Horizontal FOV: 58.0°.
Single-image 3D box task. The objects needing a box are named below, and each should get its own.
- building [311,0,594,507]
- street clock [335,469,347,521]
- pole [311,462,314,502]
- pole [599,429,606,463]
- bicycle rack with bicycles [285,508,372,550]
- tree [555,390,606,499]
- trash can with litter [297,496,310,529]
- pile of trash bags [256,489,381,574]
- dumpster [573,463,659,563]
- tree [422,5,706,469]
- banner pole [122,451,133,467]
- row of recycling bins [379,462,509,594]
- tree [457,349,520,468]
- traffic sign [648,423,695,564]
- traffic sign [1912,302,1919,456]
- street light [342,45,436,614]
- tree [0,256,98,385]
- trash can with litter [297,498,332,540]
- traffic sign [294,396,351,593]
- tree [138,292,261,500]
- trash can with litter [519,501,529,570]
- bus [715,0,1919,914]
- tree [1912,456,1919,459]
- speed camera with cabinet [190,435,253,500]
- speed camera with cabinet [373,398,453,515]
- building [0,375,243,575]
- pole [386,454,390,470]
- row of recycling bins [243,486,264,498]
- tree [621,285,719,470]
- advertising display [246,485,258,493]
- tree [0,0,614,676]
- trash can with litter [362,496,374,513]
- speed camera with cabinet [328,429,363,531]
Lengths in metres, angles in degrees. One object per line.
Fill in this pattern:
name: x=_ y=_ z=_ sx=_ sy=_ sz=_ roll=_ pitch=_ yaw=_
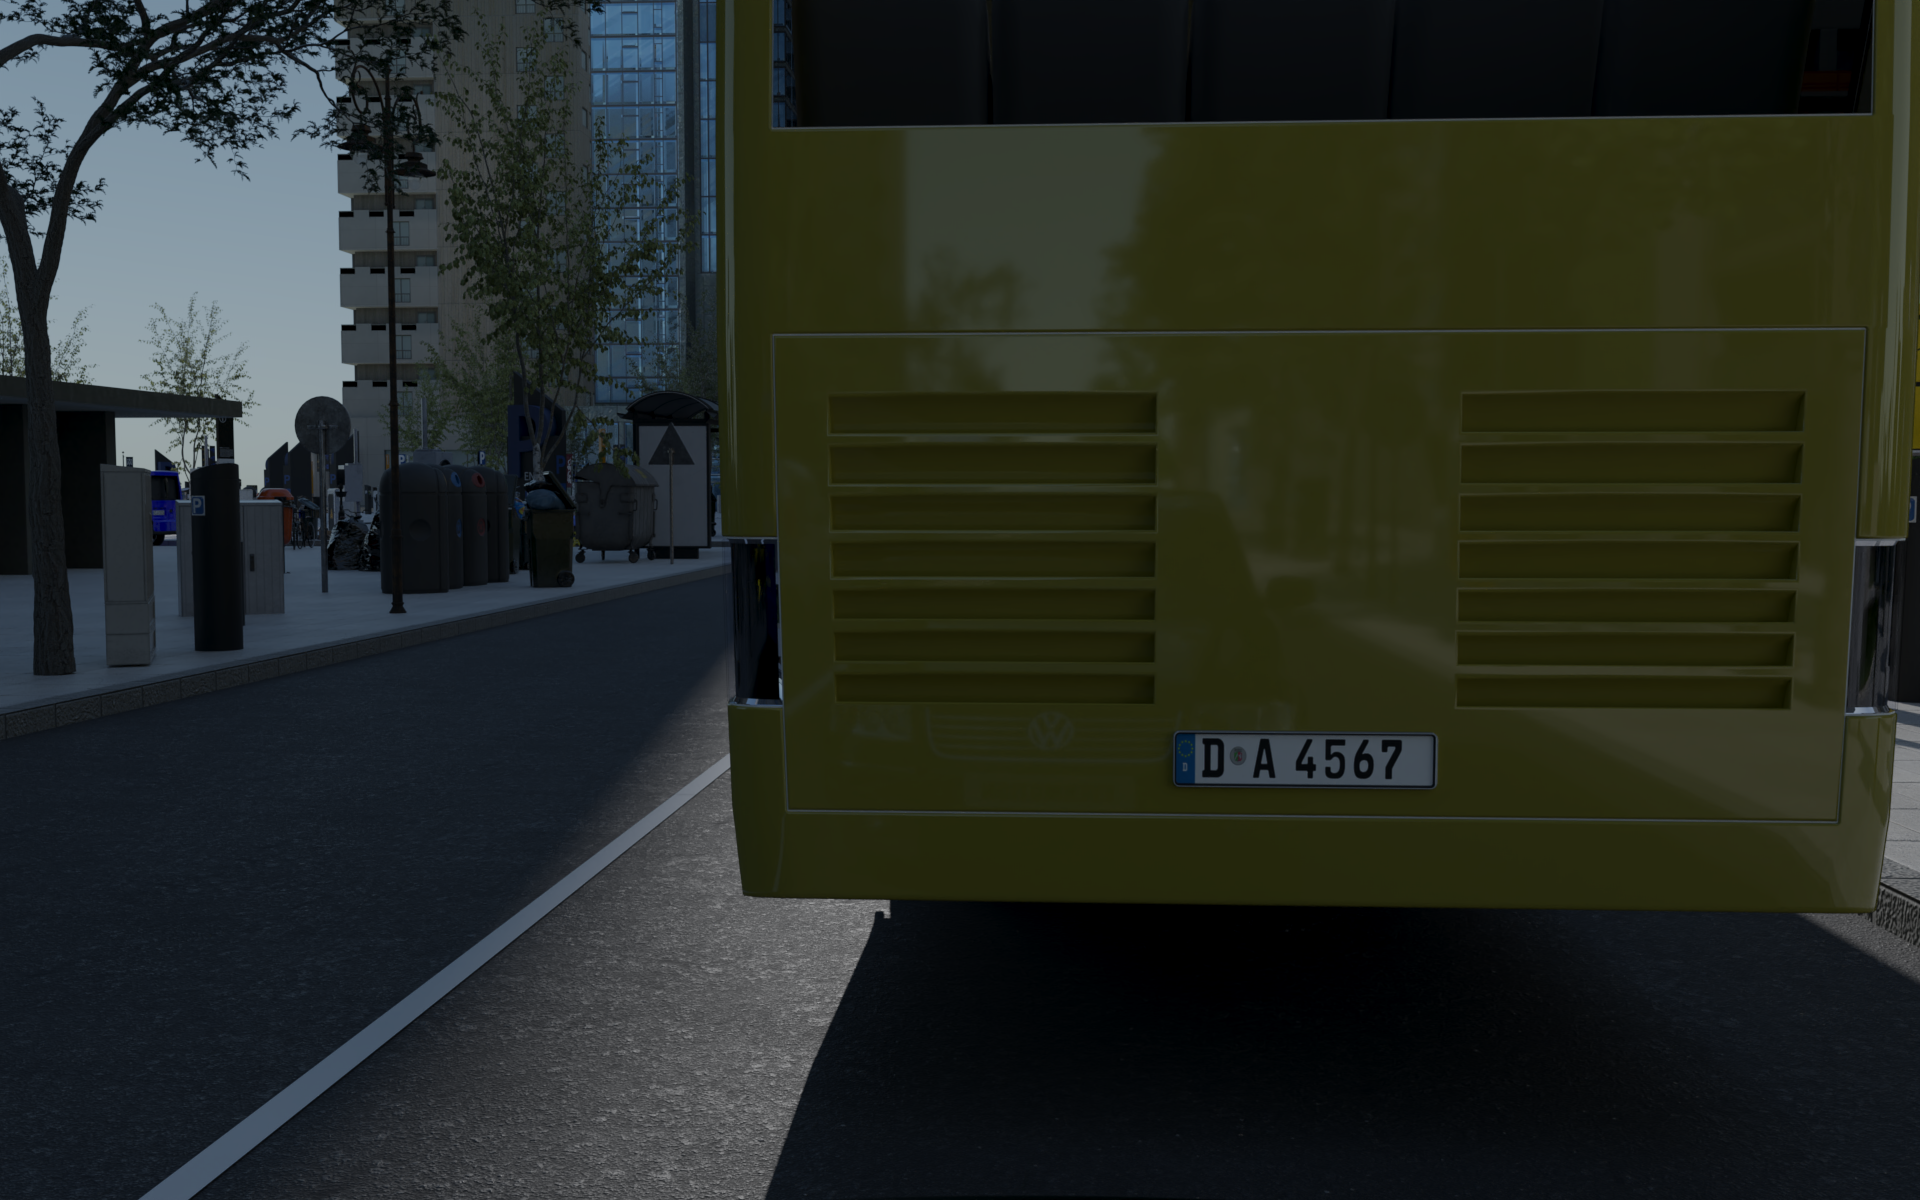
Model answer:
building: x=-48.057 y=-36.060 z=178.819 sx=27.495 sy=52.752 sz=28.713 roll=0 pitch=4 yaw=4
street clock: x=-17.938 y=-2.791 z=50.210 sx=0.358 sy=2.002 sz=0.471 roll=-1 pitch=4 yaw=-18
pole: x=-40.580 y=-7.006 z=108.396 sx=0.158 sy=3.312 sz=0.155 roll=0 pitch=3 yaw=0
pole: x=-11.171 y=-3.688 z=54.142 sx=0.158 sy=3.312 sz=0.155 roll=0 pitch=3 yaw=0
bicycle rack with bicycles: x=-15.035 y=-1.669 z=40.674 sx=2.852 sy=0.926 sz=2.925 roll=0 pitch=4 yaw=1
tree: x=-26.137 y=-10.216 z=117.393 sx=4.360 sy=8.622 sz=3.978 roll=0 pitch=3 yaw=0
trash can with litter: x=-24.161 y=-3.162 z=62.749 sx=1.678 sy=1.210 sz=2.233 roll=2 pitch=4 yaw=27
pile of trash bags: x=-10.083 y=-1.183 z=29.094 sx=3.447 sy=1.369 sz=1.912 roll=-3 pitch=5 yaw=-44
dumpster: x=-6.521 y=-1.653 z=32.778 sx=1.264 sy=1.857 sz=1.865 roll=0 pitch=4 yaw=4
tree: x=-6.350 y=-4.661 z=26.563 sx=4.737 sy=8.622 sz=4.395 roll=0 pitch=3 yaw=0
banner pole: x=-48.899 y=-6.834 z=101.745 sx=0.401 sy=3.779 sz=0.863 roll=2 pitch=4 yaw=31
row of recycling bins: x=-7.102 y=-1.025 z=23.878 sx=1.069 sy=1.692 sz=3.534 roll=0 pitch=4 yaw=2
tree: x=-23.198 y=-8.326 z=86.497 sx=4.360 sy=8.622 sz=3.978 roll=0 pitch=3 yaw=0
traffic sign: x=-5.258 y=-1.929 z=31.546 sx=0.884 sy=2.594 sz=0.081 roll=1 pitch=4 yaw=11
traffic sign: x=6.081 y=-1.078 z=11.495 sx=2.265 sy=3.308 sz=0.079 roll=0 pitch=4 yaw=5
street light: x=-6.060 y=-2.795 z=18.492 sx=0.468 sy=5.910 sz=1.993 roll=0 pitch=4 yaw=4
tree: x=-28.576 y=-6.250 z=52.543 sx=4.360 sy=8.622 sz=3.978 roll=0 pitch=3 yaw=0
trash can with litter: x=-18.017 y=-2.273 z=48.559 sx=1.055 sy=1.170 sz=0.624 roll=1 pitch=4 yaw=12
traffic sign: x=-8.277 y=-1.369 z=22.497 sx=0.768 sy=2.556 sz=0.104 roll=0 pitch=4 yaw=6
tree: x=-28.273 y=-6.943 z=63.885 sx=4.360 sy=8.622 sz=3.978 roll=0 pitch=3 yaw=0
trash can with litter: x=-7.424 y=-1.084 z=29.106 sx=0.624 sy=1.170 sz=1.055 roll=2 pitch=4 yaw=24
bus: x=1.099 y=-1.108 z=9.670 sx=2.896 sy=3.916 sz=12.252 roll=0 pitch=4 yaw=4
tree: x=15.902 y=-2.743 z=28.562 sx=4.285 sy=4.588 sz=4.351 roll=0 pitch=3 yaw=0
speed camera with cabinet: x=-25.196 y=-3.961 z=59.104 sx=0.660 sy=3.252 sz=2.038 roll=2 pitch=4 yaw=31
speed camera with cabinet: x=-11.030 y=-2.494 z=35.121 sx=0.660 sy=3.252 sz=2.038 roll=1 pitch=4 yaw=13
building: x=-28.456 y=-22.428 z=21.330 sx=28.867 sy=44.769 sz=22.147 roll=0 pitch=4 yaw=4
pole: x=-29.466 y=-5.836 z=89.257 sx=0.158 sy=3.312 sz=0.155 roll=0 pitch=3 yaw=0
row of recycling bins: x=-38.693 y=-5.264 z=93.176 sx=3.534 sy=1.692 sz=1.069 roll=-1 pitch=4 yaw=-15
tree: x=-9.291 y=-6.733 z=60.448 sx=4.360 sy=8.622 sz=3.978 roll=0 pitch=3 yaw=0
advertising display: x=-49.859 y=-7.143 z=122.002 sx=0.123 sy=1.923 sz=0.974 roll=1 pitch=4 yaw=21
tree: x=-6.474 y=-4.769 z=12.382 sx=8.767 sy=10.594 sz=7.601 roll=0 pitch=4 yaw=-7
trash can with litter: x=-39.460 y=-6.374 z=115.271 sx=2.233 sy=1.210 sz=1.678 roll=-2 pitch=4 yaw=-33
speed camera with cabinet: x=-18.837 y=-3.588 z=53.005 sx=0.660 sy=3.252 sz=2.038 roll=-2 pitch=4 yaw=-33
